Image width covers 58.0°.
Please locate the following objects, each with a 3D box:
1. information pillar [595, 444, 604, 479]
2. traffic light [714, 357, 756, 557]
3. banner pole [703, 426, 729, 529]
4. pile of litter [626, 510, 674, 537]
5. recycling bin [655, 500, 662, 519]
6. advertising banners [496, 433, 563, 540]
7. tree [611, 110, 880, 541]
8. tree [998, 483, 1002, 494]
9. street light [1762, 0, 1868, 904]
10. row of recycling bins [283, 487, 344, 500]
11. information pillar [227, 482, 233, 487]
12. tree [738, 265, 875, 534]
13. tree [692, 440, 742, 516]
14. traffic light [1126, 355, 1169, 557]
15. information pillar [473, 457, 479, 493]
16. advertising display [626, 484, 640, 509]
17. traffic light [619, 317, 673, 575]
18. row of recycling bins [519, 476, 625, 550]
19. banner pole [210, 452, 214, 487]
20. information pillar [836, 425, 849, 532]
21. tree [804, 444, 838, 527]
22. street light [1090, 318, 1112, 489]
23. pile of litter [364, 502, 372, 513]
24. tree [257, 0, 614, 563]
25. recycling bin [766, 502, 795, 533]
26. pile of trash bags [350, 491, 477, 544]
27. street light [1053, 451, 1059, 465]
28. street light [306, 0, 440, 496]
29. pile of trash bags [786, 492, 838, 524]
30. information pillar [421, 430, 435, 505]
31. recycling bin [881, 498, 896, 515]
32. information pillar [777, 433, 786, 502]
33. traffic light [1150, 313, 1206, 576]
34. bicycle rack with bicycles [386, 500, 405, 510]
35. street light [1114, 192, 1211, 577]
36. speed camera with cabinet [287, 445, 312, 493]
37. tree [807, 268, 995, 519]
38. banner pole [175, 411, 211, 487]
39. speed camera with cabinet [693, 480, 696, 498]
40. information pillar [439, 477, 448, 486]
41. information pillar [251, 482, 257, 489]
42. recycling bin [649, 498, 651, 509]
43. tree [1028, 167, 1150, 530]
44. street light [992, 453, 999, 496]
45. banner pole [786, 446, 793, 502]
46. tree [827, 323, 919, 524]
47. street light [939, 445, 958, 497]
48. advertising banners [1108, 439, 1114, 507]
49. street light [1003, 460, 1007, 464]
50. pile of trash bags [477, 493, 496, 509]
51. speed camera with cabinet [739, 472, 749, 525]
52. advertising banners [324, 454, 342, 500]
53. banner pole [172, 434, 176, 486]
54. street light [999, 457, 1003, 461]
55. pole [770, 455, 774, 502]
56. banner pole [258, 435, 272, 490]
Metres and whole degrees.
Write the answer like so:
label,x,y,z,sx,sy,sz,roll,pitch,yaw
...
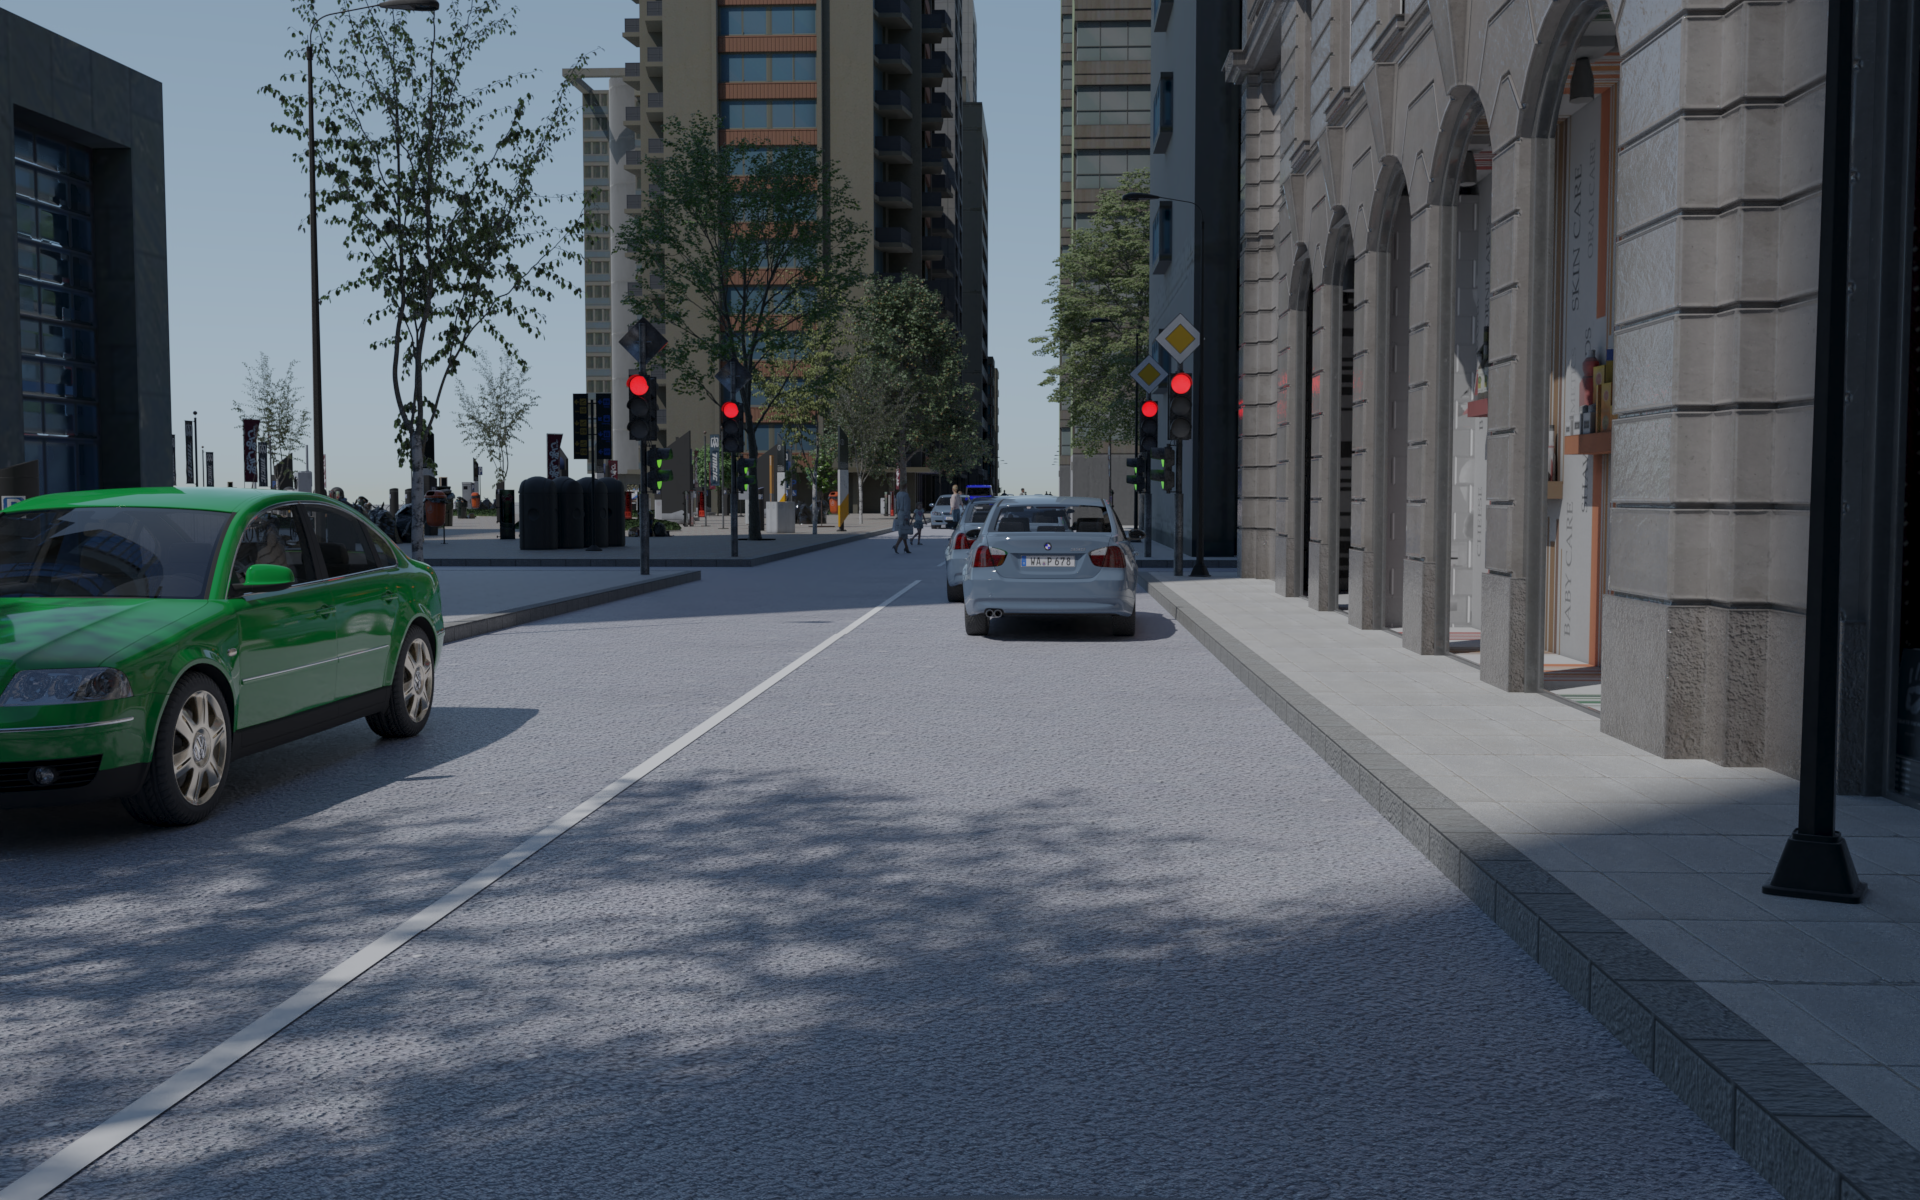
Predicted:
label,x,y,z,sx,sy,sz,roll,pitch,yaw
information pillar,-14.203,-4.705,68.281,0.183,3.616,0.504,2,4,24
traffic light,-4.610,-2.844,35.420,0.839,4.253,0.868,0,4,3
banner pole,-8.900,-4.510,63.754,0.863,3.779,0.401,2,4,35
pile of litter,-9.491,-2.334,52.123,1.719,0.858,1.176,0,4,-3
recycling bin,-12.950,-3.873,75.870,0.722,1.027,0.722,0,4,-1
advertising banners,-12.247,-3.255,49.403,2.074,3.025,0.090,-3,5,-39
tree,-5.834,-7.462,47.766,9.928,11.665,9.643,0,3,0
tree,5.731,-16.797,269.232,1.663,3.219,1.824,0,3,0
street light,2.221,-2.013,5.449,1.470,5.913,1.316,0,4,3
row of recycling bins,-37.021,-5.629,99.150,3.534,1.692,1.069,0,4,-1
information pillar,-43.103,-5.983,102.321,0.304,2.012,0.304,-2,4,-29
tree,-4.872,-6.409,55.143,4.737,8.622,4.395,0,3,0
tree,-14.163,-7.153,100.668,4.285,4.588,4.351,0,3,0
traffic light,3.792,-2.820,35.031,0.839,4.253,0.868,0,4,3
information pillar,-30.926,-7.297,110.660,0.183,3.616,0.504,1,4,21
advertising display,-20.769,-6.419,110.158,0.974,1.923,0.123,2,4,24
traffic light,-4.996,-2.356,27.445,0.839,4.253,0.868,0,4,3
row of recycling bins,-9.130,-2.082,41.161,1.069,1.692,3.534,2,4,24
banner pole,-39.141,-6.121,90.089,0.401,3.779,0.863,2,4,31
information pillar,-4.009,-4.156,59.301,0.183,3.616,0.504,2,4,35
tree,-5.227,-4.429,67.021,1.663,3.219,1.824,0,3,0
street light,4.124,-4.481,45.807,1.470,5.913,1.316,0,4,3
pile of litter,-32.994,-5.009,95.855,1.176,0.858,1.719,-2,4,-25
tree,-6.727,-4.381,21.997,4.360,8.622,3.978,0,3,0
recycling bin,-5.882,-2.707,56.807,0.722,1.027,0.722,-2,4,-35
pile of trash bags,-14.596,-2.163,45.113,3.447,1.369,1.912,2,4,32
street light,11.061,-13.060,186.074,1.470,5.913,1.316,0,4,3
street light,-5.551,-2.679,16.338,1.470,5.913,1.316,0,4,3
pile of trash bags,-6.269,-3.930,74.009,3.447,1.369,1.912,3,5,42
information pillar,-17.143,-3.938,55.747,0.183,3.616,0.504,3,5,43
recycling bin,-4.506,-5.885,108.779,0.722,1.027,0.722,2,4,26
information pillar,-6.841,-4.590,66.401,0.183,3.616,0.504,-3,5,-41
traffic light,3.406,-2.332,27.055,0.839,4.253,0.868,0,4,3
bicycle rack with bicycles,-32.052,-5.449,102.473,2.925,0.926,2.852,1,4,16
street light,3.193,-3.319,26.807,1.470,5.913,1.316,0,4,3
speed camera with cabinet,-26.743,-4.631,70.055,0.660,3.252,2.038,-2,4,-33
tree,-2.995,-10.462,88.067,9.611,12.733,9.660,0,3,0
banner pole,-23.019,-3.789,51.967,0.401,3.779,0.863,0,4,4
speed camera with cabinet,-17.612,-7.135,110.991,2.038,3.252,0.660,0,4,-8
information pillar,-22.217,-4.282,74.504,0.304,2.012,0.304,-2,4,-32
information pillar,-27.370,-4.634,67.124,0.183,3.616,0.504,-2,4,-35
recycling bin,-18.891,-5.559,103.451,0.722,1.027,0.722,0,4,-1
tree,6.124,-8.739,61.005,7.486,12.596,7.792,0,3,0
street light,3.316,-13.608,195.030,1.470,5.913,1.316,0,4,3
banner pole,-8.858,-6.044,88.830,0.863,3.779,0.401,1,4,14
tree,-4.140,-7.595,74.545,4.360,8.622,3.978,0,3,0
street light,-0.750,-8.561,112.521,1.470,5.913,1.316,0,4,3
advertising banners,4.762,-3.578,54.681,0.090,3.025,2.074,0,4,2
street light,5.385,-16.205,237.493,1.470,5.913,1.316,0,4,3
pile of trash bags,-28.514,-5.786,104.351,1.912,1.369,3.447,1,4,10
speed camera with cabinet,-8.726,-4.771,72.344,0.660,3.252,2.038,0,4,8
advertising banners,-27.328,-4.837,75.278,0.090,3.025,2.074,-3,5,-42
banner pole,-28.925,-4.494,63.488,0.401,3.779,0.863,0,4,3
street light,4.271,-14.908,216.282,1.470,5.913,1.316,0,4,3
pole,-9.936,-5.970,91.447,0.158,3.312,0.155,0,3,0
banner pole,-29.361,-5.096,73.333,0.401,3.779,0.863,2,4,30
